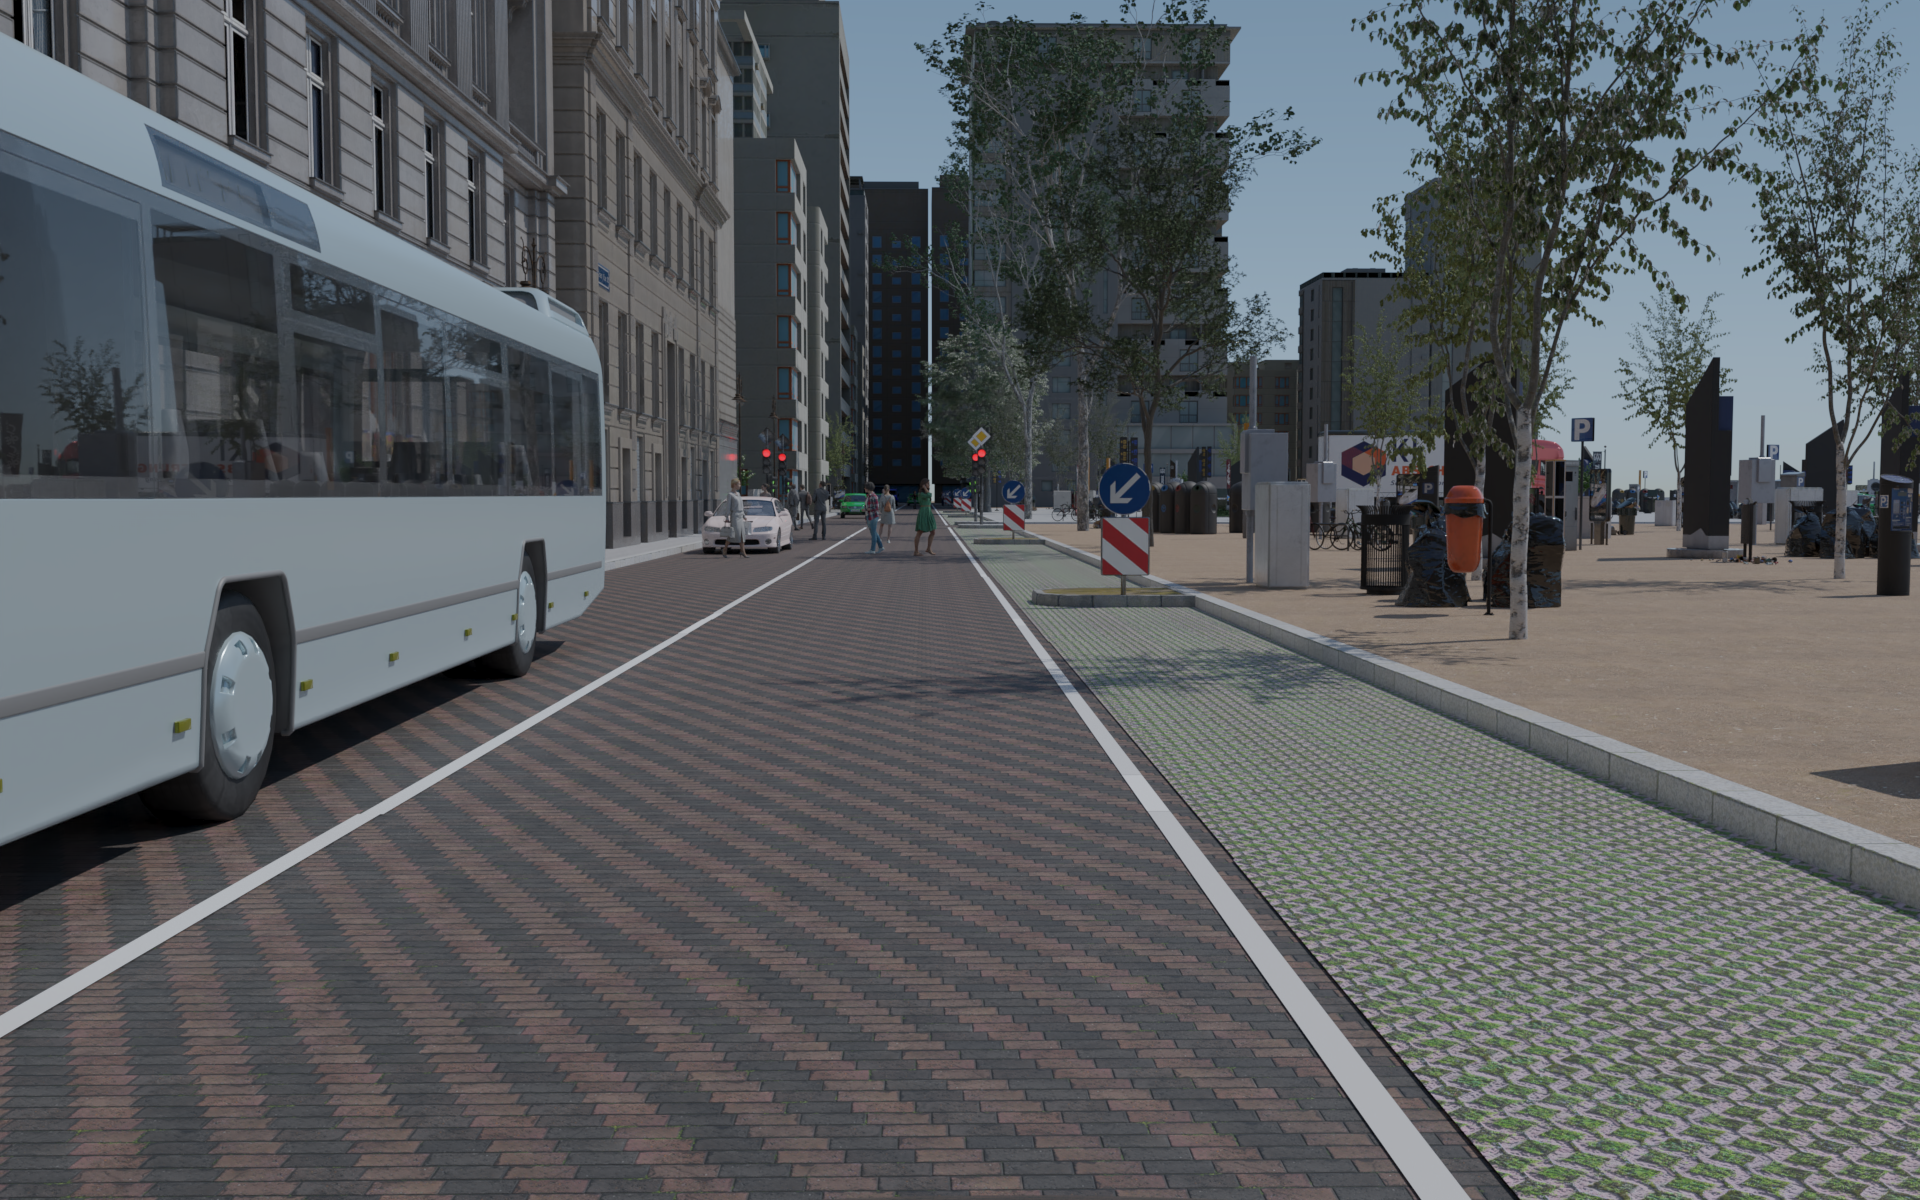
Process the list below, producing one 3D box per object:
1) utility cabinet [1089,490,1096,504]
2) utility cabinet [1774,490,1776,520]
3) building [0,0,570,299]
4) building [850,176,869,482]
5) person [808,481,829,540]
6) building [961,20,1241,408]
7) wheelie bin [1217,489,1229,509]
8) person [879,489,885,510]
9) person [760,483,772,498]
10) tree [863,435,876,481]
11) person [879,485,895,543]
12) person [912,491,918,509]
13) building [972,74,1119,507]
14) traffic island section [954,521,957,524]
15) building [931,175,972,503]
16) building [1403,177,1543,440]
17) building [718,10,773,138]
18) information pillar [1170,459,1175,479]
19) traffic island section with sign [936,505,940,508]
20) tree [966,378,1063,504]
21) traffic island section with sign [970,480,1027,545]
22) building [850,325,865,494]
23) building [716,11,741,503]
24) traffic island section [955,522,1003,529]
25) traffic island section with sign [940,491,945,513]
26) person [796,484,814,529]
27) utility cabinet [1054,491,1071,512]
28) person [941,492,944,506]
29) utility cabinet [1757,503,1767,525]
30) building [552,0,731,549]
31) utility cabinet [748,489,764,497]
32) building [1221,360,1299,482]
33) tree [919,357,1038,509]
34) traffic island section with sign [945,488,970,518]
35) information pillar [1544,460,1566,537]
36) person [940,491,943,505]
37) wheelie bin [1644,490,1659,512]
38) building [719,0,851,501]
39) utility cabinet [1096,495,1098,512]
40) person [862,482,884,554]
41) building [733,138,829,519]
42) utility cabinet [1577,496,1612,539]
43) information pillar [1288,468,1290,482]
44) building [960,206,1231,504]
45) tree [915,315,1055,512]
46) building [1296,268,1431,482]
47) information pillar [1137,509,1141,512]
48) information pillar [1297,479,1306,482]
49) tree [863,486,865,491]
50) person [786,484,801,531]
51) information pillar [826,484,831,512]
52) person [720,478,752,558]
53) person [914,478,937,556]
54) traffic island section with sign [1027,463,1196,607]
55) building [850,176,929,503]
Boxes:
[{"bbox_3d":[7.831,-6.010,106.947,1.173,1.500,0.318,3,4,39],"label":"utility cabinet"},{"bbox_3d":[40.515,-4.731,86.038,1.173,1.500,0.318,2,4,30],"label":"utility cabinet"},{"bbox_3d":[-14.180,-11.186,24.689,13.314,21.916,24.055,0,4,-1],"label":"building"},{"bbox_3d":[-18.868,-33.052,224.000,14.086,41.232,14.154,0,4,-1],"label":"building"},{"bbox_3d":[-4.431,-2.808,54.222,0.655,1.846,0.447,-2,4,-32],"label":"person"},{"bbox_3d":[14.700,-36.924,192.939,28.713,52.752,27.495,0,4,-1],"label":"building"},{"bbox_3d":[14.755,-5.521,98.180,0.980,1.594,0.693,0,4,0],"label":"wheelie bin"},{"bbox_3d":[-5.202,-6.685,118.292,0.782,1.767,0.515,2,4,28],"label":"person"},{"bbox_3d":[-6.512,-2.956,57.169,0.599,1.781,0.374,1,4,22],"label":"person"},{"bbox_3d":[-12.513,-16.215,215.479,4.360,8.622,3.978,0,3,0],"label":"tree"},{"bbox_3d":[-2.140,-2.518,50.680,0.512,1.701,0.522,-1,4,-14],"label":"person"},{"bbox_3d":[-4.206,-9.446,163.765,0.721,1.723,1.217,2,4,33],"label":"person"},{"bbox_3d":[8.156,-29.896,172.400,14.154,41.232,14.086,0,4,-1],"label":"building"},{"bbox_3d":[0.753,-3.568,80.620,2.009,0.180,2.903,0,4,-1],"label":"traffic island section"},{"bbox_3d":[3.074,-36.428,245.712,14.200,45.320,14.600,0,4,-1],"label":"building"},{"bbox_3d":[66.441,-33.175,225.998,14.086,41.232,14.154,0,4,-1],"label":"building"},{"bbox_3d":[-27.891,-27.124,135.357,32.217,40.220,23.993,0,4,-1],"label":"building"},{"bbox_3d":[14.227,-7.592,115.481,0.504,3.616,0.183,1,4,13],"label":"information pillar"},{"bbox_3d":[-1.361,-10.651,182.779,1.989,1.847,2.006,0,4,-1],"label":"traffic island section with sign"},{"bbox_3d":[3.447,-9.777,110.213,4.360,8.622,3.978,0,3,0],"label":"tree"},{"bbox_3d":[1.393,-2.508,49.635,1.989,1.847,2.006,0,4,-1],"label":"traffic island section with sign"},{"bbox_3d":[-24.897,-21.178,191.297,27.650,21.520,28.899,0,4,-1],"label":"building"},{"bbox_3d":[-18.005,-13.293,66.484,18.267,20.994,9.793,0,4,-1],"label":"building"},{"bbox_3d":[0.919,-3.080,72.637,2.009,0.180,2.903,0,4,-1],"label":"traffic island section"},{"bbox_3d":[-0.315,-7.576,132.488,1.989,1.847,2.006,0,4,-1],"label":"traffic island section with sign"},{"bbox_3d":[-6.354,-3.804,70.656,0.622,1.834,0.822,-3,4,-38],"label":"person"},{"bbox_3d":[7.109,-6.841,120.525,1.173,1.500,0.318,0,4,5],"label":"utility cabinet"},{"bbox_3d":[-1.985,-11.372,195.364,0.436,1.711,0.756,0,4,6],"label":"person"},{"bbox_3d":[33.459,-3.776,72.905,0.306,1.237,1.020,-2,4,-23],"label":"utility cabinet"},{"bbox_3d":[-13.935,-15.401,49.067,12.463,27.353,25.104,0,4,-1],"label":"building"},{"bbox_3d":[-9.477,-4.388,80.424,0.318,1.500,1.173,1,4,19],"label":"utility cabinet"},{"bbox_3d":[52.123,-25.037,254.400,28.899,21.520,27.650,0,4,-1],"label":"building"},{"bbox_3d":[1.603,-14.691,150.563,12.009,13.543,11.850,0,3,0],"label":"tree"},{"bbox_3d":[0.247,-5.907,105.214,1.989,1.847,2.006,0,4,-1],"label":"traffic island section with sign"},{"bbox_3d":[12.722,-1.991,37.047,0.304,2.012,0.304,-1,4,-19],"label":"information pillar"},{"bbox_3d":[-2.154,-12.906,219.647,1.348,1.807,0.705,-3,5,-44],"label":"person"},{"bbox_3d":[48.386,-6.926,121.148,0.980,1.594,0.693,1,4,20],"label":"wheelie bin"},{"bbox_3d":[-21.601,-33.127,165.332,21.300,48.544,21.600,0,4,-1],"label":"building"},{"bbox_3d":[9.544,-6.720,121.033,1.020,1.237,0.306,-2,4,-35],"label":"utility cabinet"},{"bbox_3d":[-2.083,-1.977,41.655,0.643,1.720,0.563,-1,4,-18],"label":"person"},{"bbox_3d":[-22.142,-15.504,98.537,27.650,21.520,28.899,0,4,-1],"label":"building"},{"bbox_3d":[18.312,-2.384,50.139,0.306,1.237,1.020,-3,5,-43],"label":"utility cabinet"},{"bbox_3d":[26.994,-9.244,142.501,0.183,3.616,0.504,-1,4,-22],"label":"information pillar"},{"bbox_3d":[16.248,-32.243,219.055,32.217,40.220,23.993,0,4,-1],"label":"building"},{"bbox_3d":[1.816,-13.201,122.498,9.857,13.997,8.962,0,3,0],"label":"tree"},{"bbox_3d":[52.306,-27.769,225.725,14.107,30.474,14.160,0,4,-1],"label":"building"},{"bbox_3d":[12.763,-7.288,123.658,0.304,2.012,0.304,1,4,17],"label":"information pillar"},{"bbox_3d":[16.759,-4.925,85.021,0.304,2.012,0.304,-2,4,-34],"label":"information pillar"},{"bbox_3d":[-12.381,-13.094,208.682,1.663,3.219,1.824,0,3,0],"label":"tree"},{"bbox_3d":[-6.508,-3.614,67.684,0.679,1.850,0.850,3,5,43],"label":"person"},{"bbox_3d":[-9.432,-7.311,124.023,0.304,2.012,0.304,-1,4,-17],"label":"information pillar"},{"bbox_3d":[-5.054,-1.839,38.915,0.624,1.780,0.694,3,4,38],"label":"person"},{"bbox_3d":[-0.819,-1.929,40.290,0.529,1.795,0.600,1,4,15],"label":"person"},{"bbox_3d":[1.961,-0.860,22.686,1.989,1.847,2.006,0,4,-1],"label":"traffic island section with sign"},{"bbox_3d":[-11.608,-36.482,246.597,14.200,45.320,14.600,0,4,-1],"label":"building"}]
